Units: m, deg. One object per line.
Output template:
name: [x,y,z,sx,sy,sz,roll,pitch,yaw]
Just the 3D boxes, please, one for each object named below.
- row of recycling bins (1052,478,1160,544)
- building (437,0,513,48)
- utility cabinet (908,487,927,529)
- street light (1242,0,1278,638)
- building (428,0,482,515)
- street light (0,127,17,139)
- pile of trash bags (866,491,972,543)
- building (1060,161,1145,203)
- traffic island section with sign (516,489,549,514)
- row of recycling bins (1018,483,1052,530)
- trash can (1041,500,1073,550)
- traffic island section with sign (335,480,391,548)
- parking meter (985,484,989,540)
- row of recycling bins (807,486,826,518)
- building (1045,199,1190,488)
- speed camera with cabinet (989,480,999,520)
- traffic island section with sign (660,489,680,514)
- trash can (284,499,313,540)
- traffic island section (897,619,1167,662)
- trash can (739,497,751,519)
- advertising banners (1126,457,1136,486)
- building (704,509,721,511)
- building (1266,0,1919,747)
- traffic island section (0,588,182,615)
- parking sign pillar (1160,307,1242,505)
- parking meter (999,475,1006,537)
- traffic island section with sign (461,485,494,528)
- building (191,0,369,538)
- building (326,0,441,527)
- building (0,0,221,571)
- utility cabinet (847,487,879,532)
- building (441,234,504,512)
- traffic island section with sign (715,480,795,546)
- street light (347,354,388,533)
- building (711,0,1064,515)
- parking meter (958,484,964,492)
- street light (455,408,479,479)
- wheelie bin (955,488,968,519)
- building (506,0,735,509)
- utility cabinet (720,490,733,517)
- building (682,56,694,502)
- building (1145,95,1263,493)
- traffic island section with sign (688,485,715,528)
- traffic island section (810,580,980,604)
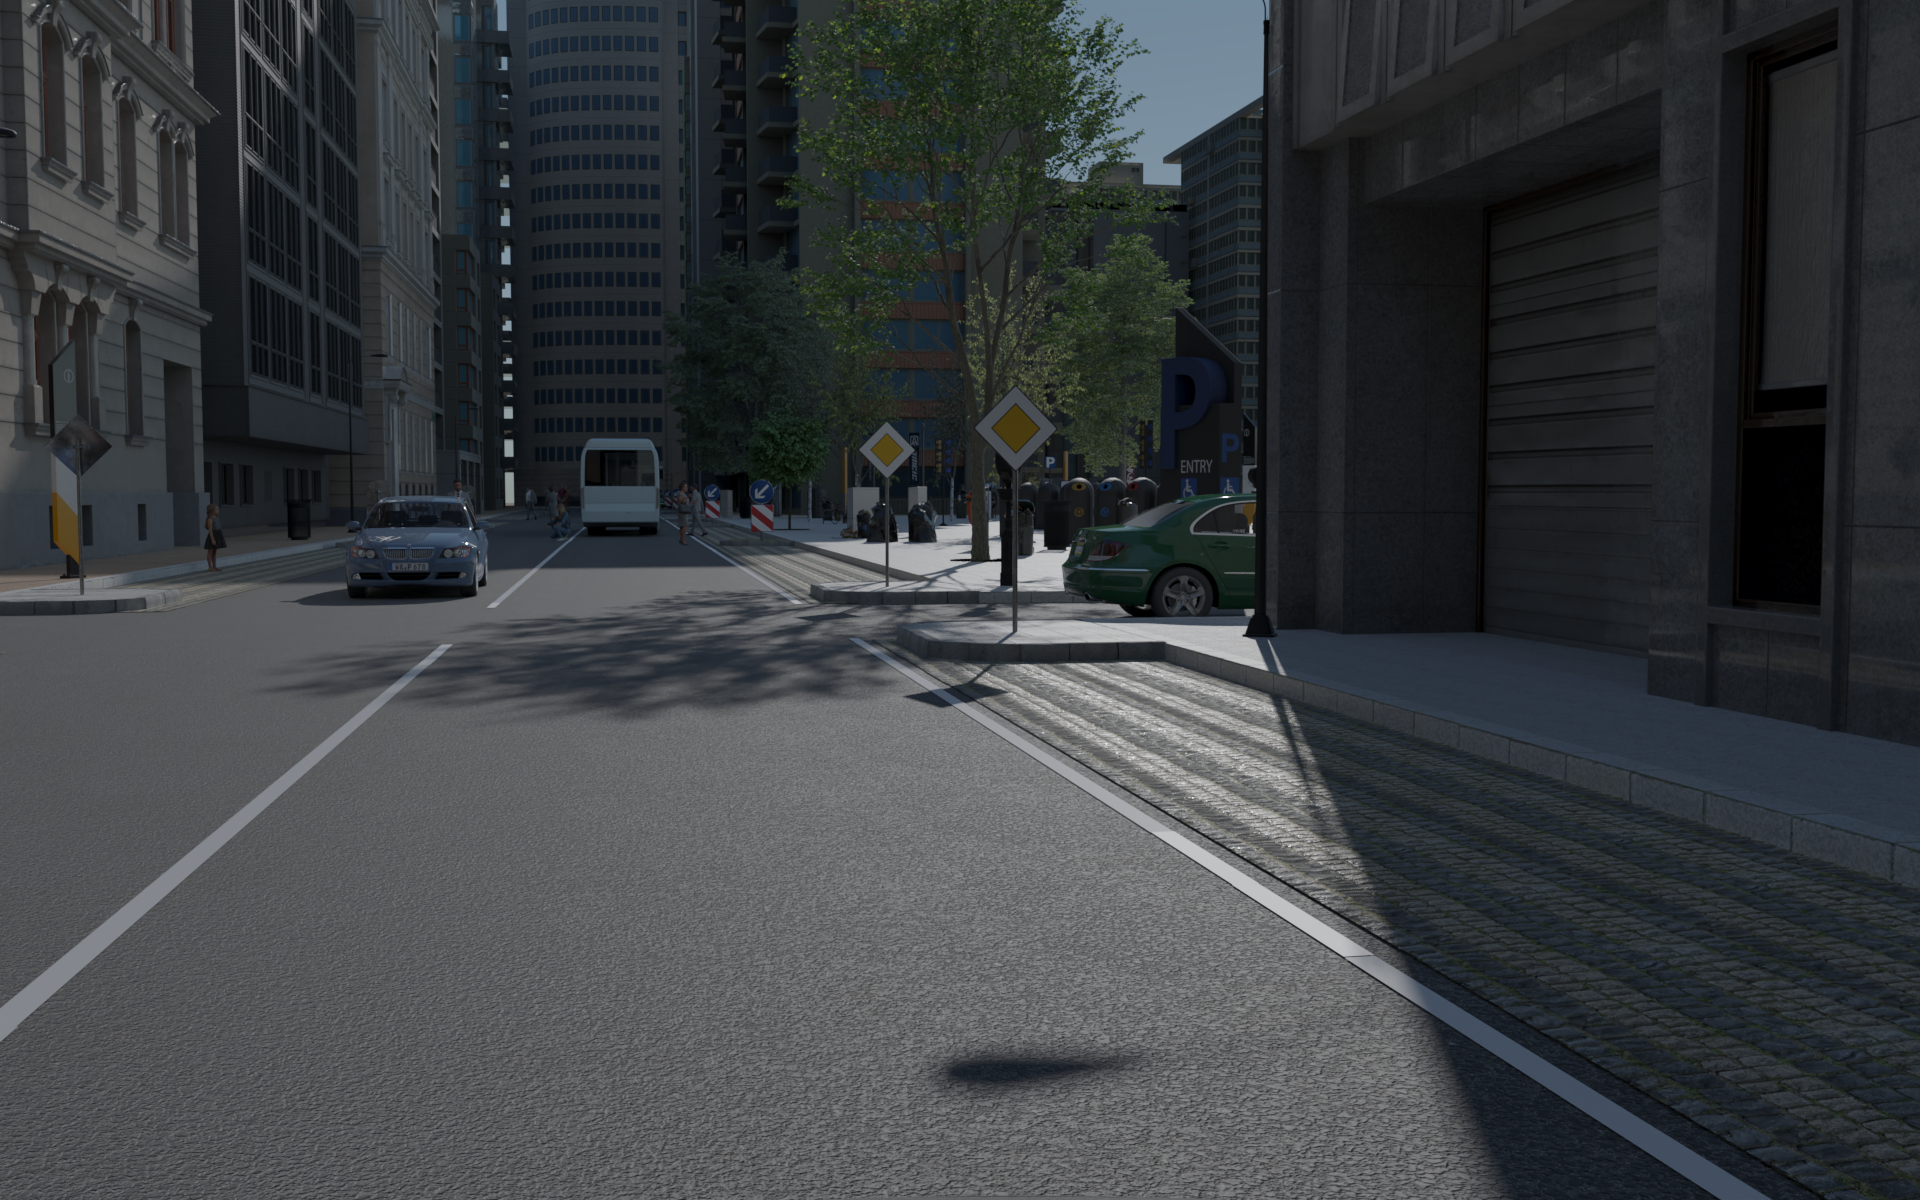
row of recycling bins: [4.216,-2.268,44.193,3.534,1.692,1.069,2,4,34]
building: [-55.646,-32.721,154.600,30.456,49.044,23.786,-1,4,-11]
utility cabinet: [-1.295,-2.681,52.515,0.318,1.500,1.173,1,4,12]
street light: [2.178,-2.619,15.369,1.470,5.913,1.316,-1,4,-11]
building: [-39.693,-40.602,102.098,20.563,71.187,20.611,-1,4,-11]
street light: [-12.654,-3.026,22.011,1.470,5.913,1.316,-1,4,-11]
pile of trash bags: [-0.897,-2.247,46.485,3.447,1.369,1.912,1,4,15]
building: [18.760,-31.403,205.321,23.993,40.220,32.217,-1,4,-11]
traffic island section with sign: [-30.360,-6.969,122.566,1.989,1.847,2.006,-1,4,-11]
row of recycling bins: [3.649,-3.376,62.316,3.534,1.692,1.069,2,4,30]
trash can: [2.230,-1.727,39.890,0.748,1.137,0.748,0,3,0]
traffic island section with sign: [-15.633,-2.323,46.603,1.989,1.847,2.006,-1,4,-11]
parking meter: [0.481,-1.925,39.881,0.372,1.533,0.369,0,3,0]
row of recycling bins: [-7.697,-5.244,92.846,1.069,1.692,3.534,0,4,-6]
building: [14.072,-24.564,173.329,14.107,30.474,14.160,-1,4,-11]
speed camera with cabinet: [1.570,-5.650,86.711,2.038,3.252,0.660,0,4,-4]
traffic island section with sign: [-20.404,-7.060,124.056,1.989,1.847,2.006,-1,4,-11]
trash can: [-18.445,-2.243,48.327,0.748,1.137,0.748,0,3,0]
traffic island section: [0.531,0.374,16.168,2.009,0.180,2.903,-1,4,-11]
trash can: [-11.208,-4.822,90.489,0.748,1.137,0.748,0,3,0]
advertising banners: [7.334,-5.263,82.239,2.074,3.025,0.090,1,4,13]
building: [-12.080,-36.939,145.946,21.231,58.520,28.212,-1,4,-11]
building: [10.706,-11.581,7.373,12.078,24.808,19.932,-1,4,-11]
traffic island section: [-11.192,0.015,22.041,2.009,0.180,2.903,-1,4,-11]
parking sign pillar: [3.398,-2.204,24.509,1.447,3.967,1.447,-2,4,-32]
parking meter: [1.359,-2.827,51.938,0.255,1.863,0.399,-1,4,-21]
traffic island section with sign: [-20.853,-3.970,73.533,1.989,1.847,2.006,-1,4,-11]
building: [-27.700,-15.938,54.092,14.314,27.812,24.014,-1,4,-11]
building: [-30.583,-17.739,75.940,13.634,28.700,20.117,-1,4,-11]
building: [-22.812,-14.874,30.586,14.401,28.519,23.554,-1,4,-11]
utility cabinet: [-3.218,-2.983,57.446,0.318,1.500,1.173,3,5,44]
building: [-48.985,-17.267,127.347,27.650,21.520,28.899,-1,4,-11]
traffic island section with sign: [-5.674,-2.418,48.158,1.989,1.847,2.006,-1,4,-11]
street light: [-19.596,-5.185,57.321,1.470,5.913,1.316,-1,4,-11]
building: [-5.474,-28.375,118.554,22.147,44.769,28.867,-1,4,-11]
parking meter: [0.079,-5.731,99.420,0.255,1.863,0.399,1,4,16]
street light: [-26.487,-7.366,92.969,1.470,5.913,1.316,-1,4,-11]
wheelie bin: [0.090,-5.072,90.836,0.693,1.594,0.980,0,4,-1]
building: [-34.544,-39.602,189.484,28.212,58.520,21.231,-1,4,-11]
utility cabinet: [-12.753,-5.258,94.654,0.318,1.500,1.173,-2,4,-26]
building: [-19.503,-29.557,166.848,14.154,41.232,14.086,-1,4,-11]
building: [34.432,-29.126,168.098,23.993,40.220,32.217,-1,4,-11]
traffic island section with sign: [-10.812,-4.036,74.621,1.989,1.847,2.006,-1,4,-11]
traffic island section: [-0.989,-0.106,24.007,2.009,0.180,2.903,-1,4,-11]
